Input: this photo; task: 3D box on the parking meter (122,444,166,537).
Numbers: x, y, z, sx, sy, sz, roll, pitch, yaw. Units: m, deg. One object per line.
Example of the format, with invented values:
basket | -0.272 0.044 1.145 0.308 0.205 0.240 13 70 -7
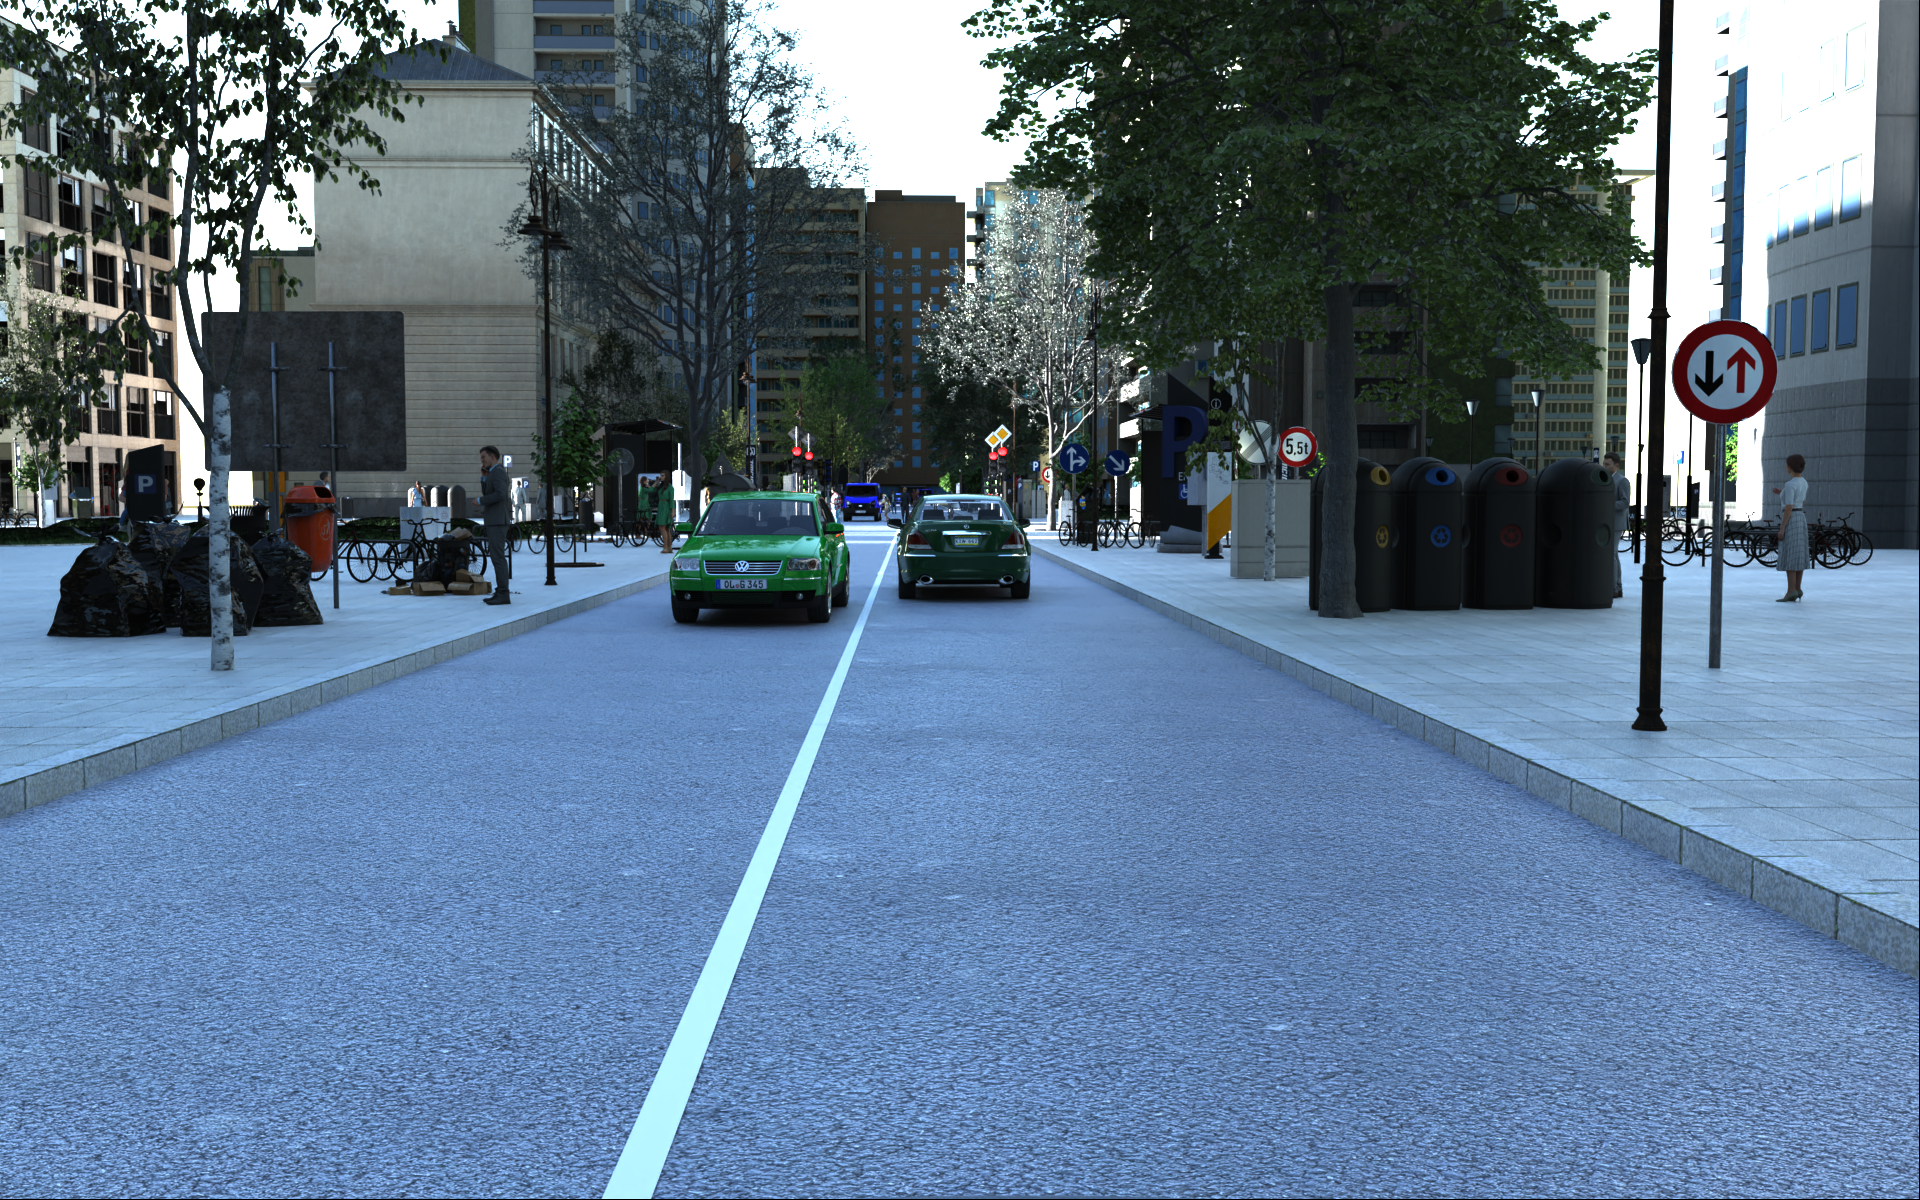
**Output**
parking meter | -9.521 -0.891 20.274 0.399 1.863 0.255 -1 4 -17

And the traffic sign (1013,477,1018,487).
traffic sign | 4.297 -7.774 127.216 0.768 2.556 0.104 0 4 7

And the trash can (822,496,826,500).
trash can | -8.274 -5.557 102.507 0.748 1.137 0.748 0 3 0

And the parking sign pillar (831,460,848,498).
parking sign pillar | -9.410 -8.985 135.383 1.447 3.967 1.447 -1 4 -18

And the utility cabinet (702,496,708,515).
utility cabinet | -9.365 -3.366 66.203 1.020 1.237 0.306 2 4 25

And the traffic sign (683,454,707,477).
traffic sign | -8.296 -3.313 54.276 0.768 2.556 0.104 0 4 8

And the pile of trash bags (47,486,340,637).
pile of trash bags | -7.172 -0.448 17.074 1.912 1.369 3.447 1 4 9

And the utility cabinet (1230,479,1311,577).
utility cabinet | 4.738 -1.088 26.468 1.173 1.500 0.318 -1 4 -13

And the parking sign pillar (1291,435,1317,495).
parking sign pillar | 15.609 -5.545 79.128 1.447 3.967 1.447 1 4 10

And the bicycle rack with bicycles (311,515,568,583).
bicycle rack with bicycles | -7.945 -0.751 25.664 2.925 0.926 2.852 2 4 35

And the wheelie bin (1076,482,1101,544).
wheelie bin | 3.321 -2.274 45.092 0.693 1.594 0.980 0 4 3

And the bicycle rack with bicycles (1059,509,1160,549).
bicycle rack with bicycles | 3.933 -1.741 41.840 2.852 0.926 2.925 -1 4 -17

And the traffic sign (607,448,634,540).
traffic sign | -9.407 -2.928 47.982 0.768 2.556 0.104 0 4 5

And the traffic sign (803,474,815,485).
traffic sign | -9.142 -6.384 104.476 0.768 2.556 0.104 0 4 2

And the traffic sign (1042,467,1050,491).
traffic sign | 4.125 -4.850 79.405 0.768 2.556 0.104 0 4 3

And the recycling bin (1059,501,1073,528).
recycling bin | 4.153 -3.255 65.775 0.722 1.027 0.722 1 4 9

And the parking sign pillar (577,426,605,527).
parking sign pillar | -14.228 -4.827 67.396 1.447 3.967 1.447 1 4 16

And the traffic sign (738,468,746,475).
traffic sign | -10.406 -5.126 83.913 0.768 2.556 0.104 0 4 4

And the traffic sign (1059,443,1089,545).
traffic sign | 2.873 -2.659 43.587 0.768 2.556 0.104 0 4 8

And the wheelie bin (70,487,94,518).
wheelie bin | -39.428 -4.268 77.687 0.693 1.594 0.980 3 5 42

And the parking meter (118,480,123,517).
parking meter | -32.337 -3.751 67.039 0.399 1.863 0.255 2 4 28

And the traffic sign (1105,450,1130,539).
traffic sign | 4.515 -3.045 49.893 0.768 2.556 0.104 0 4 2

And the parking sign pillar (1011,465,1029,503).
parking sign pillar | 4.471 -7.986 119.048 1.447 3.967 1.447 0 4 6

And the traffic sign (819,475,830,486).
traffic sign | -8.814 -6.892 112.796 0.768 2.556 0.104 0 4 8

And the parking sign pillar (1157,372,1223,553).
parking sign pillar | 5.055 -3.028 37.985 1.447 3.967 1.447 3 5 39

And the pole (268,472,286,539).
pole | -9.431 -1.838 23.887 0.158 3.312 0.155 0 3 0

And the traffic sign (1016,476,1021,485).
traffic sign | 4.329 -7.483 122.449 0.768 2.556 0.104 0 3 0

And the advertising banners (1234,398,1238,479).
advertising banners | 5.240 -2.227 32.603 0.090 3.025 2.074 1 4 12

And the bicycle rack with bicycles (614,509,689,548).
bicycle rack with bicycles | -7.317 -1.765 42.234 2.852 0.926 2.925 3 5 40

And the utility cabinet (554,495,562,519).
utility cabinet | -18.428 -4.172 79.380 0.306 1.237 1.020 -1 4 -9

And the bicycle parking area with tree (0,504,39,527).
bicycle parking area with tree | -35.577 -4.309 57.449 9.016 4.147 8.231 1 4 20

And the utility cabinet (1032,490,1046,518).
utility cabinet | 4.167 -5.141 92.731 0.318 1.500 1.173 -2 4 -30

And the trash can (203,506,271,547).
trash can | -8.527 -0.539 20.467 0.748 1.137 0.748 0 3 0

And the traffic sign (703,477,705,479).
traffic sign | -10.067 -4.148 69.943 0.606 2.300 0.079 0 4 7

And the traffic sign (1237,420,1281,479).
traffic sign | 5.157 -1.830 30.026 0.768 2.556 0.104 0 4 2

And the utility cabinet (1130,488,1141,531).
utility cabinet | 6.433 -3.094 59.271 1.173 1.500 0.318 1 4 21

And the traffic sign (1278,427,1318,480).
traffic sign | 6.365 -1.999 32.793 0.768 2.556 0.104 0 4 5

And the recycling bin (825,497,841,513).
recycling bin | -8.664 -6.508 118.963 0.722 1.027 0.722 2 4 23

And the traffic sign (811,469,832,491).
traffic sign | -11.162 -9.062 142.036 2.265 3.308 0.079 0 4 -1

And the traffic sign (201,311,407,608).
traffic sign | -7.318 -1.557 19.337 2.265 3.308 0.079 0 4 1

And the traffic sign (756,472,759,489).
traffic sign | -11.519 -6.038 98.731 0.884 2.594 0.081 0 4 3

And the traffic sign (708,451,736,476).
traffic sign | -7.159 -3.191 52.169 0.884 2.594 0.081 0 4 3

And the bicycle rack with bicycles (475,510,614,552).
bicycle rack with bicycles | -9.530 -1.482 37.617 2.852 0.926 2.925 1 4 15

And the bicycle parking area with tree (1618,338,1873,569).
bicycle parking area with tree | 13.828 -2.892 34.283 8.231 4.147 9.016 -3 5 -44

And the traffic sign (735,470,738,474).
traffic sign | -11.582 -5.477 89.546 0.884 2.594 0.081 0 4 -1

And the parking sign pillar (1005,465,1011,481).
parking sign pillar | 4.026 -9.002 135.659 1.447 3.967 1.447 2 4 30

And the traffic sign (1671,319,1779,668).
traffic sign | 5.566 -0.770 12.698 0.768 2.556 0.104 0 4 2
